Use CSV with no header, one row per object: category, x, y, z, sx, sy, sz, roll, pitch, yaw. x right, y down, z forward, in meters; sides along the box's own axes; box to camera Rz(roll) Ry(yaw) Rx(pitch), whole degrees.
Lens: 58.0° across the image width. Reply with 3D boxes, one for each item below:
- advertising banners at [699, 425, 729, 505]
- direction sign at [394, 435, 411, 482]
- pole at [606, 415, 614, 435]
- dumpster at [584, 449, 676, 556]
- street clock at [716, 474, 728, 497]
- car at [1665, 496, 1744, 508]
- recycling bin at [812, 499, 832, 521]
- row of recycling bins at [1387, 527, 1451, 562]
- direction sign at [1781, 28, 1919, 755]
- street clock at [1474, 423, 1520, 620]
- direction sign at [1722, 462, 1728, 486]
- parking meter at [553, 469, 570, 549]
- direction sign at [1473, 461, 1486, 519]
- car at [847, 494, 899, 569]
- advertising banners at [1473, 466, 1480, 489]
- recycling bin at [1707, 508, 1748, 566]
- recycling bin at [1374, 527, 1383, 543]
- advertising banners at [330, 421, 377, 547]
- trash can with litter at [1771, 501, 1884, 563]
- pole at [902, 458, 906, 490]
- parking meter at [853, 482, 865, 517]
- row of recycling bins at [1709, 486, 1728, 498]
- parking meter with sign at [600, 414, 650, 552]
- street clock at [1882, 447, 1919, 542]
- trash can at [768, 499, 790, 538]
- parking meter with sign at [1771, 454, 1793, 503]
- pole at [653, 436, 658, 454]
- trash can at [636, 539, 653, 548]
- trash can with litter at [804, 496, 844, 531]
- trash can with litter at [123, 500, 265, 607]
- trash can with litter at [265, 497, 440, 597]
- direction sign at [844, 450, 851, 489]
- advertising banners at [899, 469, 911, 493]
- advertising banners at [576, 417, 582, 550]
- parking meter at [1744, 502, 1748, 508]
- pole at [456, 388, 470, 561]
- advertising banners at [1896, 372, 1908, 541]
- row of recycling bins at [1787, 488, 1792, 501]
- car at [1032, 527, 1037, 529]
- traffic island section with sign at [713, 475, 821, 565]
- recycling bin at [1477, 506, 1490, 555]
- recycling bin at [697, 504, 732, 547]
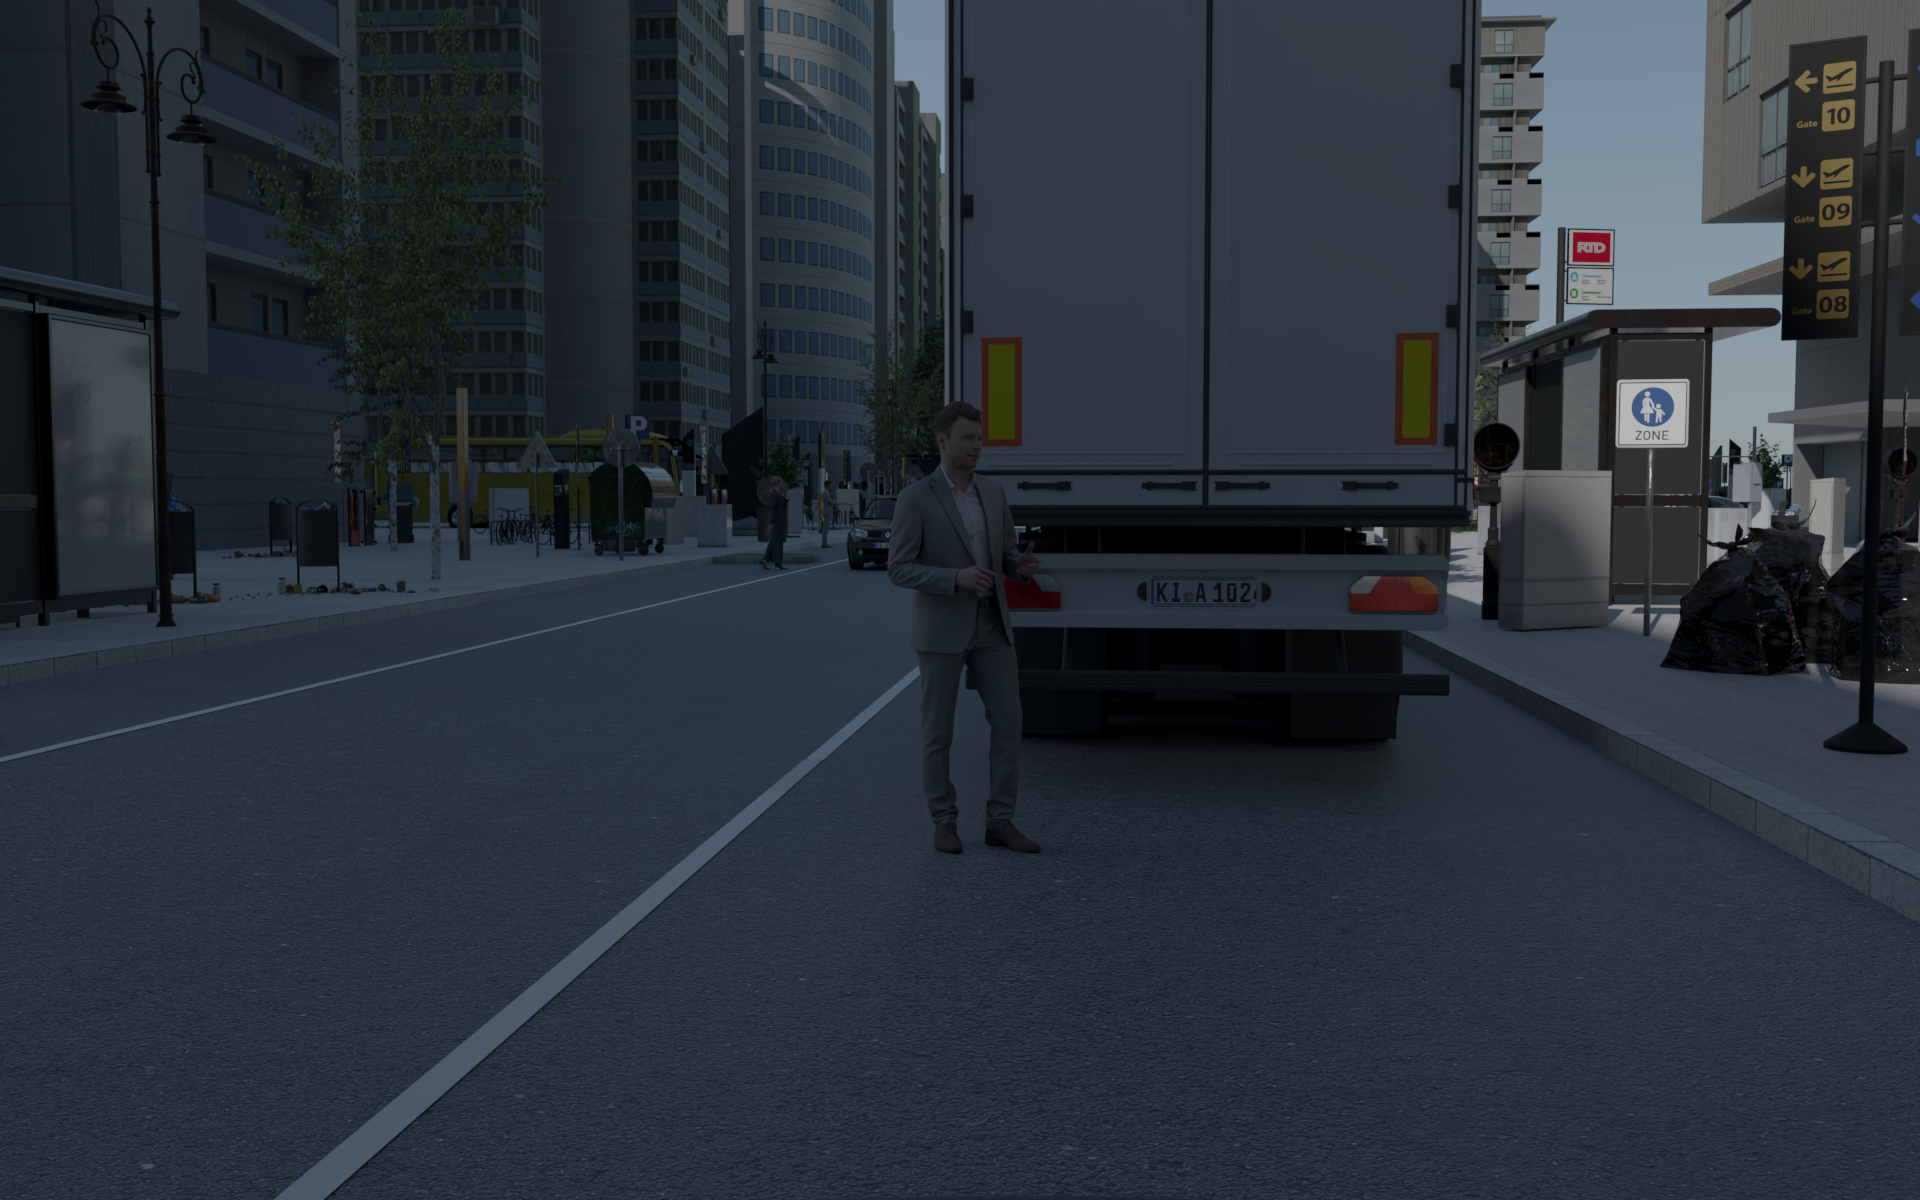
advertising banners,-6.387,-2.983,44.966,0.090,3.025,2.074,1,4,12
direction sign,-20.497,-4.385,63.699,0.379,3.537,0.876,2,4,25
pole,-9.010,-3.110,44.688,0.158,3.312,0.155,0,3,0
dumpster,-6.978,-2.087,36.624,1.502,2.255,1.985,0,4,5
street clock,-7.103,-2.881,51.672,0.358,2.002,0.471,-2,4,-25
car,27.503,-3.105,63.126,4.827,1.381,2.083,0,4,5
recycling bin,-6.617,-4.303,82.915,0.722,1.027,0.722,-2,4,-33
row of recycling bins,8.677,-1.553,32.508,1.069,1.692,3.534,1,4,21
direction sign,4.549,-1.015,8.599,0.876,3.537,0.379,2,4,33
street clock,5.442,-0.801,17.670,0.471,2.002,0.358,1,4,11
direction sign,54.786,-8.081,124.124,0.876,3.537,0.379,-3,5,-45
parking meter,-9.305,-2.125,40.447,0.255,1.863,0.399,1,4,11
direction sign,23.856,-5.365,79.709,0.379,3.537,0.876,-2,4,-27
car,-1.102,-1.491,34.165,2.009,1.686,4.222,0,4,7
advertising banners,25.652,-5.623,88.127,0.090,3.025,2.074,-3,4,-38
recycling bin,13.536,-1.125,30.945,0.722,1.027,0.722,-1,4,-18
recycling bin,10.747,-2.022,45.622,0.722,1.027,0.722,0,4,7
advertising banners,-14.803,-2.819,42.275,0.090,3.025,2.074,1,4,9
trash can with litter,8.404,-0.382,17.305,1.678,1.210,2.233,2,4,33
pole,-3.133,-6.323,97.230,0.158,3.312,0.155,0,3,0
parking meter,-4.946,-4.779,83.855,0.399,1.863,0.255,2,4,34
row of recycling bins,37.771,-4.849,86.392,3.534,1.692,1.069,-1,4,-16
parking meter with sign,-7.551,-2.594,38.668,0.543,3.016,1.738,-3,4,-36
street clock,14.546,-1.363,26.859,0.471,2.002,0.358,0,4,5
trash can,-5.092,-2.234,48.185,0.748,1.137,0.748,0,3,0
parking meter with sign,36.058,-4.913,76.583,0.543,3.016,1.738,0,4,-8
pole,-10.690,-4.103,60.930,0.158,3.312,0.155,0,3,0
trash can,-7.682,-1.830,41.570,0.748,1.137,0.748,0,3,0
trash can with litter,-4.920,-3.082,61.447,1.678,1.210,2.233,2,4,27
trash can with litter,-9.685,-0.577,20.498,2.233,1.210,1.678,0,4,-4
trash can with litter,-7.937,-0.696,22.435,2.233,1.210,1.678,0,4,-8
direction sign,-5.828,-5.961,89.451,0.379,3.537,0.876,1,4,18
advertising banners,-4.244,-7.589,120.261,2.074,3.025,0.090,-2,4,-25
advertising banners,-8.758,-2.665,39.755,0.090,3.025,2.074,-1,4,-11
parking meter,24.004,-2.866,52.566,0.399,1.863,0.255,-1,4,-18
pole,-9.581,-2.420,33.404,0.158,3.312,0.155,0,3,0
advertising banners,13.274,-1.725,24.388,0.090,3.025,2.074,2,4,30
row of recycling bins,50.071,-5.775,101.535,3.534,1.692,1.069,-1,4,-17
car,2.004,-1.095,26.697,1.959,1.807,4.718,0,4,7
traffic island section with sign,-3.980,-1.686,36.195,1.989,1.847,2.006,0,4,5
recycling bin,11.321,-1.449,36.253,0.722,1.027,0.722,-1,4,-9
recycling bin,-5.939,-1.798,41.946,0.722,1.027,0.722,0,4,4
